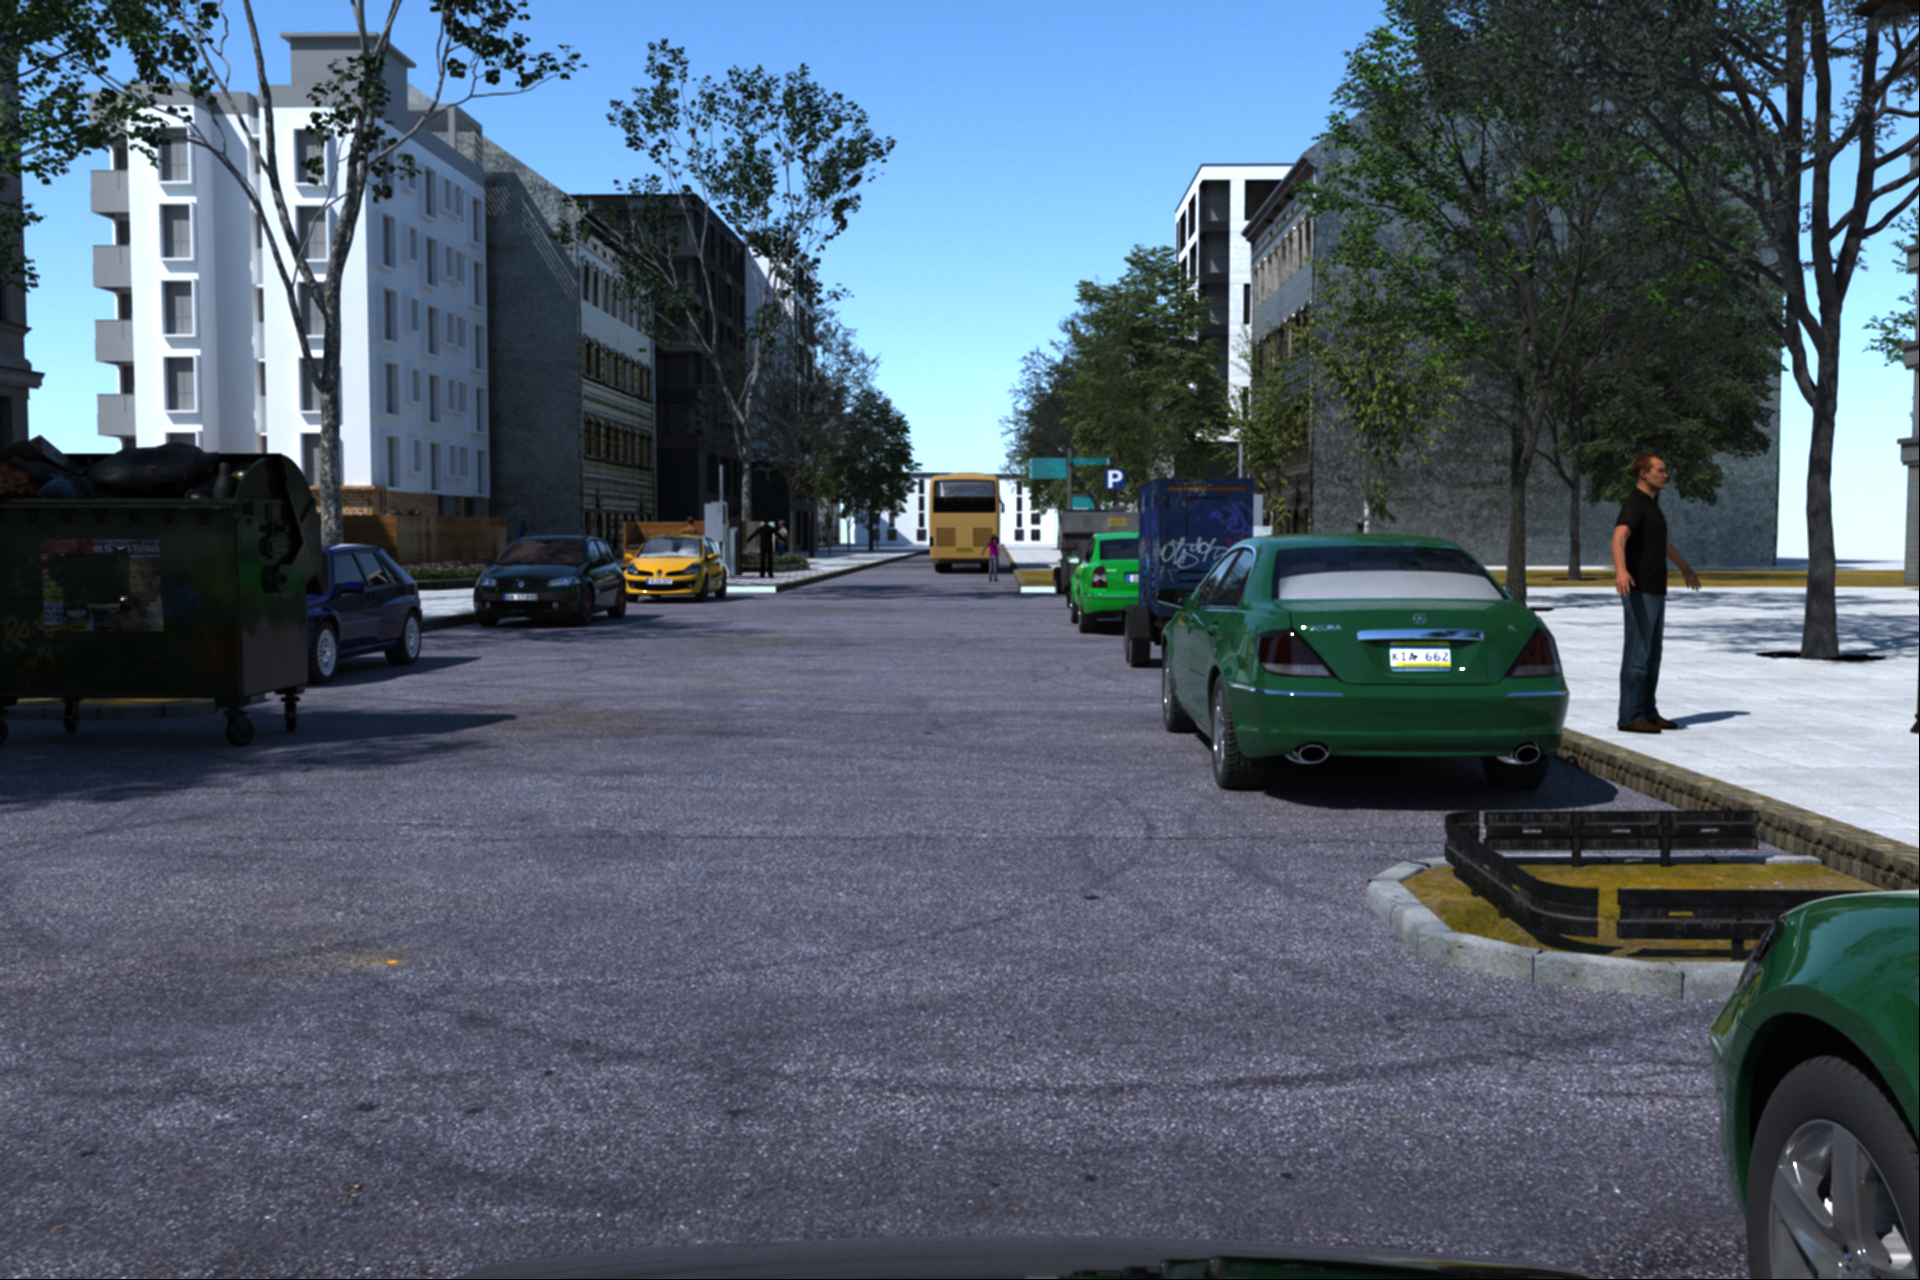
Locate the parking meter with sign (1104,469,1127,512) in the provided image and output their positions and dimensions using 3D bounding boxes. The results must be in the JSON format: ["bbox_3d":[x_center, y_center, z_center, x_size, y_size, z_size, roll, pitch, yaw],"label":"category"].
[{"bbox_3d":[4.115,-3.015,45.552,0.543,3.016,1.738,0,4,2],"label":"parking meter with sign"}]

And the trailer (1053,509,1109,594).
[{"bbox_3d":[3.007,-2.144,42.106,1.471,1.999,3.904,0,4,1],"label":"trailer"}]

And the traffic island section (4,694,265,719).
[{"bbox_3d":[-6.962,0.518,14.391,1.991,0.108,1.994,0,4,2],"label":"traffic island section"}]

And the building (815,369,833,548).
[{"bbox_3d":[-22.485,-20.509,166.249,19.493,23.208,18.063,0,4,1],"label":"building"}]

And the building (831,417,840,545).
[{"bbox_3d":[-24.666,-23.240,210.902,19.493,23.208,18.063,0,4,1],"label":"building"}]

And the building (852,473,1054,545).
[{"bbox_3d":[-0.838,-17.904,237.334,28.070,9.664,9.099,0,4,-8],"label":"building"}]

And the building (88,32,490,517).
[{"bbox_3d":[-26.995,-12.872,66.879,16.016,20.090,11.380,0,4,2],"label":"building"}]

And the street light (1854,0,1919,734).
[{"bbox_3d":[6.240,-2.338,11.007,0.468,5.910,1.993,0,4,1],"label":"street light"}]

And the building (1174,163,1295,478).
[{"bbox_3d":[27.591,-16.390,111.953,27.936,21.610,32.646,0,4,1],"label":"building"}]

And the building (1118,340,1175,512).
[{"bbox_3d":[24.624,-18.287,165.442,16.747,18.905,31.486,0,4,1],"label":"building"}]

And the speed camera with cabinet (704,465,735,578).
[{"bbox_3d":[-6.982,-3.422,50.279,0.660,3.252,2.038,0,4,2],"label":"speed camera with cabinet"}]

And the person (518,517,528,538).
[{"bbox_3d":[-13.915,-2.989,54.996,0.704,1.817,1.347,-2,4,-24],"label":"person"}]

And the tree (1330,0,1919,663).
[{"bbox_3d":[8.797,-6.557,17.583,12.009,13.543,11.850,0,3,0],"label":"tree"}]

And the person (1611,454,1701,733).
[{"bbox_3d":[4.487,-0.310,11.281,0.705,1.803,1.348,3,5,41],"label":"person"}]

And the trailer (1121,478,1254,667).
[{"bbox_3d":[2.565,-0.771,19.655,1.471,1.999,3.904,0,4,1],"label":"trailer"}]

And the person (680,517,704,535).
[{"bbox_3d":[-7.081,-2.373,45.601,1.217,1.733,0.721,-1,4,-8],"label":"person"}]

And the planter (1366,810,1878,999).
[{"bbox_3d":[2.559,0.907,6.313,1.991,0.319,1.994,0,4,2],"label":"planter"}]

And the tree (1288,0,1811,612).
[{"bbox_3d":[9.531,-6.304,28.825,9.928,11.665,9.643,0,3,0],"label":"tree"}]

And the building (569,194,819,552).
[{"bbox_3d":[-25.734,-16.940,120.949,27.936,21.610,32.646,0,4,2],"label":"building"}]

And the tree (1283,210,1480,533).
[{"bbox_3d":[9.577,-5.456,39.564,4.737,8.622,4.395,0,3,0],"label":"tree"}]

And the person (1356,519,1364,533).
[{"bbox_3d":[14.883,-3.587,64.413,0.705,1.858,1.354,0,4,-7],"label":"person"}]

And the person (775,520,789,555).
[{"bbox_3d":[-7.077,-3.844,68.712,0.705,1.847,1.347,-2,4,-33],"label":"person"}]

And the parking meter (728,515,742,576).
[{"bbox_3d":[-6.903,-2.903,53.175,0.399,1.863,0.255,0,4,3],"label":"parking meter"}]

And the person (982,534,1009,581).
[{"bbox_3d":[1.044,-2.491,52.446,0.991,1.433,0.599,3,4,37],"label":"person"}]

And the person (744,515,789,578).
[{"bbox_3d":[-5.723,-2.769,51.214,1.347,1.837,0.705,0,4,-5],"label":"person"}]

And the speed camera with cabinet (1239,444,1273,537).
[{"bbox_3d":[6.336,-2.634,37.401,0.660,3.252,2.038,0,4,2],"label":"speed camera with cabinet"}]

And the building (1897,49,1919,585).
[{"bbox_3d":[25.844,-11.320,31.755,8.464,21.280,15.925,0,4,1],"label":"building"}]

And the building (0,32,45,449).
[{"bbox_3d":[-29.487,-10.744,25.627,10.553,20.879,40.483,0,4,2],"label":"building"}]

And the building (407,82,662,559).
[{"bbox_3d":[-26.884,-15.852,90.110,19.493,23.208,18.063,0,4,1],"label":"building"}]

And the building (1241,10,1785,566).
[{"bbox_3d":[23.590,-15.096,77.752,19.493,23.208,18.063,0,4,2],"label":"building"}]

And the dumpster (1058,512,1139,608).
[{"bbox_3d":[2.832,-1.540,33.389,1.865,1.857,1.264,0,4,1],"label":"dumpster"}]
